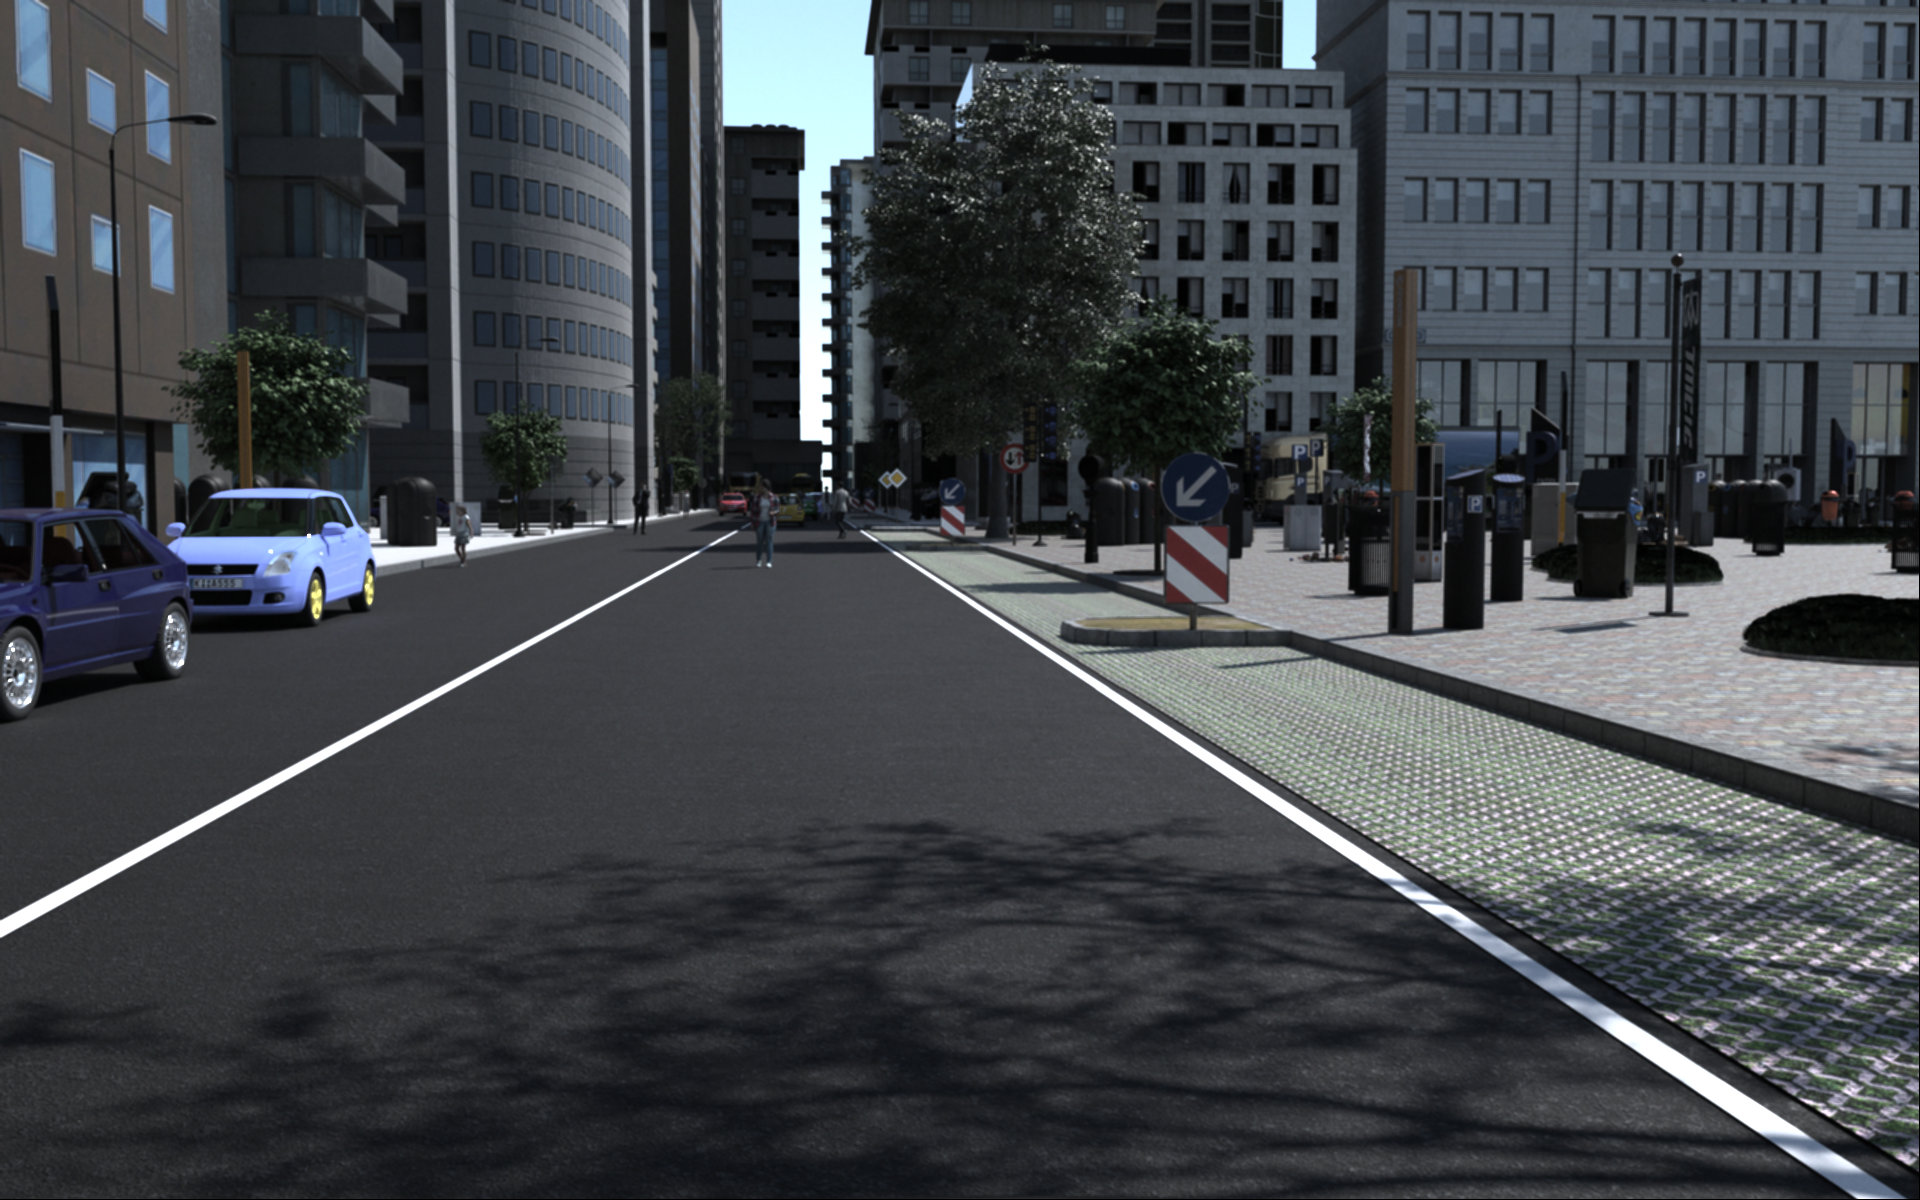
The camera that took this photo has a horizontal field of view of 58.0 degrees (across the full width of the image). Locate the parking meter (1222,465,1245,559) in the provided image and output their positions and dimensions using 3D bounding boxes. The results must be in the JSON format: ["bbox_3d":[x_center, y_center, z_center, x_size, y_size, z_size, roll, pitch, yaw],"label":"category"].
[{"bbox_3d":[5.438,-1.759,34.478,0.399,1.863,0.255,0,4,-6],"label":"parking meter"}]

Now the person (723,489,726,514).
[{"bbox_3d":[-16.684,-6.912,122.081,0.524,1.755,0.480,0,4,-2],"label":"person"}]

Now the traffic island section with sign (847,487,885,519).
[{"bbox_3d":[-5.365,-5.574,99.757,1.989,1.847,2.006,0,4,-5],"label":"traffic island section with sign"}]

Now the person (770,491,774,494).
[{"bbox_3d":[-10.540,-5.326,97.398,0.330,1.601,0.589,0,4,0],"label":"person"}]

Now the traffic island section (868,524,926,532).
[{"bbox_3d":[-2.388,-2.701,66.445,2.009,0.180,2.903,0,4,-5],"label":"traffic island section"}]

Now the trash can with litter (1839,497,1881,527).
[{"bbox_3d":[29.575,-2.796,57.098,1.055,1.170,0.624,0,4,-5],"label":"trash can with litter"}]

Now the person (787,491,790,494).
[{"bbox_3d":[-17.800,-10.366,178.509,0.721,1.766,1.217,-2,4,-27],"label":"person"}]

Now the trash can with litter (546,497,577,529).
[{"bbox_3d":[-14.598,-3.183,63.434,1.055,1.170,0.624,-3,4,-36],"label":"trash can with litter"}]

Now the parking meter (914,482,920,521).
[{"bbox_3d":[-2.055,-4.721,82.901,0.255,1.863,0.399,1,4,9],"label":"parking meter"}]

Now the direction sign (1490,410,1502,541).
[{"bbox_3d":[14.618,-3.368,47.057,0.379,3.537,0.876,1,4,11],"label":"direction sign"}]

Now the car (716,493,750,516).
[{"bbox_3d":[-14.926,-6.413,113.896,2.155,1.783,4.494,0,4,-7],"label":"car"}]

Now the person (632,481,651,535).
[{"bbox_3d":[-11.301,-3.281,61.502,0.648,1.900,0.474,-1,4,-16],"label":"person"}]

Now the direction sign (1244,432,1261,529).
[{"bbox_3d":[10.623,-4.344,63.021,0.876,3.537,0.379,-3,5,-40],"label":"direction sign"}]

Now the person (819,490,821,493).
[{"bbox_3d":[-15.710,-11.387,194.545,0.709,1.838,0.599,1,4,10],"label":"person"}]

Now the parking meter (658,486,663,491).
[{"bbox_3d":[-21.658,-7.323,125.435,0.399,1.863,0.255,1,4,9],"label":"parking meter"}]

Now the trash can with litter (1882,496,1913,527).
[{"bbox_3d":[35.432,-3.317,65.283,2.233,1.210,1.678,-2,4,-25],"label":"trash can with litter"}]

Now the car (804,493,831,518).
[{"bbox_3d":[-8.816,-5.892,105.920,1.945,1.707,3.694,0,4,-5],"label":"car"}]

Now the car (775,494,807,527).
[{"bbox_3d":[-7.762,-4.065,76.694,2.015,1.641,3.980,0,4,-6],"label":"car"}]

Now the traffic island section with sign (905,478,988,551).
[{"bbox_3d":[-0.368,-2.156,43.886,1.989,1.847,2.006,0,4,-5],"label":"traffic island section with sign"}]

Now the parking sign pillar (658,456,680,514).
[{"bbox_3d":[-18.811,-7.544,111.814,1.447,3.967,1.447,0,4,-2],"label":"parking sign pillar"}]

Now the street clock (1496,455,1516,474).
[{"bbox_3d":[10.020,-1.667,31.828,0.358,2.002,0.471,0,4,0],"label":"street clock"}]

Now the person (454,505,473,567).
[{"bbox_3d":[-9.730,-1.259,34.100,0.505,1.210,0.382,2,4,33],"label":"person"}]

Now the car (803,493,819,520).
[{"bbox_3d":[-8.736,-5.295,95.372,1.959,1.807,4.718,0,4,-5],"label":"car"}]

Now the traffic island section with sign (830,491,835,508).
[{"bbox_3d":[-12.173,-10.222,175.750,1.989,1.847,2.006,0,4,-5],"label":"traffic island section with sign"}]

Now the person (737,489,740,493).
[{"bbox_3d":[-17.332,-7.750,135.308,0.391,1.810,0.635,-1,4,-19],"label":"person"}]

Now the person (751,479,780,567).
[{"bbox_3d":[-3.810,-1.505,33.948,0.563,1.720,0.643,0,4,0],"label":"person"}]

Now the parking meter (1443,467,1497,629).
[{"bbox_3d":[4.819,-0.497,16.537,0.372,1.533,0.369,0,3,0],"label":"parking meter"}]

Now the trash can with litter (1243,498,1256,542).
[{"bbox_3d":[7.511,-2.111,45.907,0.624,1.170,1.055,1,4,15],"label":"trash can with litter"}]

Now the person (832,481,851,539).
[{"bbox_3d":[-3.784,-2.893,55.641,0.661,1.843,0.795,-3,5,-39],"label":"person"}]

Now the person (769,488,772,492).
[{"bbox_3d":[-12.082,-6.217,110.023,0.818,1.842,0.514,-1,4,-18],"label":"person"}]

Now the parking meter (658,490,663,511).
[{"bbox_3d":[-19.857,-6.508,114.817,0.372,1.533,0.369,0,3,0],"label":"parking meter"}]

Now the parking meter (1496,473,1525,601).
[{"bbox_3d":[6.586,-0.759,20.826,0.372,1.533,0.369,0,3,0],"label":"parking meter"}]

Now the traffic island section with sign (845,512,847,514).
[{"bbox_3d":[-7.787,-7.231,126.856,1.989,1.847,2.006,0,4,-5],"label":"traffic island section with sign"}]

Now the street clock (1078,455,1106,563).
[{"bbox_3d":[2.449,-1.690,32.199,0.471,2.002,0.358,3,4,37],"label":"street clock"}]

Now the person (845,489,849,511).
[{"bbox_3d":[-9.089,-7.884,137.505,0.767,1.812,0.694,-1,4,-10],"label":"person"}]

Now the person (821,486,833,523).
[{"bbox_3d":[-6.597,-4.704,85.297,0.514,1.842,0.818,-2,4,-31],"label":"person"}]

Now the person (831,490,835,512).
[{"bbox_3d":[-10.168,-7.948,138.722,0.678,1.792,0.850,-2,4,-33],"label":"person"}]

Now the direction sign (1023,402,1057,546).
[{"bbox_3d":[1.972,-3.102,42.719,0.876,3.537,0.379,-1,4,-20],"label":"direction sign"}]

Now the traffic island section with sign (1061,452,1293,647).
[{"bbox_3d":[2.040,-0.514,17.038,1.989,1.847,2.006,0,4,-5],"label":"traffic island section with sign"}]

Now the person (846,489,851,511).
[{"bbox_3d":[-8.355,-7.327,128.577,0.850,1.792,0.678,-2,4,-34],"label":"person"}]

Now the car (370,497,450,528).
[{"bbox_3d":[-22.271,-3.490,69.640,3.894,1.354,1.945,0,4,-7],"label":"car"}]

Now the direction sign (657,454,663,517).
[{"bbox_3d":[-16.981,-6.481,97.965,0.379,3.537,0.876,0,4,-1],"label":"direction sign"}]

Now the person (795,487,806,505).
[{"bbox_3d":[-8.198,-4.898,88.765,0.592,1.802,0.473,3,4,36],"label":"person"}]

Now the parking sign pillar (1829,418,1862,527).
[{"bbox_3d":[31.593,-4.497,61.994,1.447,3.967,1.447,-3,5,-42],"label":"parking sign pillar"}]

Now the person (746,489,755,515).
[{"bbox_3d":[-14.448,-6.808,120.158,0.721,1.781,0.623,0,4,7],"label":"person"}]

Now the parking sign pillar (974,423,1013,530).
[{"bbox_3d":[1.242,-4.515,62.285,1.447,3.967,1.447,3,5,42],"label":"parking sign pillar"}]

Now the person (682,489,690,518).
[{"bbox_3d":[-16.099,-5.677,101.895,0.480,1.755,0.524,-2,4,-29],"label":"person"}]

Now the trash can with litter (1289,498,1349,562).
[{"bbox_3d":[7.153,-1.370,33.451,1.678,1.210,2.233,0,4,-6],"label":"trash can with litter"}]

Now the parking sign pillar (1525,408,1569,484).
[{"bbox_3d":[18.125,-3.979,53.536,1.447,3.967,1.447,-2,4,-35],"label":"parking sign pillar"}]
